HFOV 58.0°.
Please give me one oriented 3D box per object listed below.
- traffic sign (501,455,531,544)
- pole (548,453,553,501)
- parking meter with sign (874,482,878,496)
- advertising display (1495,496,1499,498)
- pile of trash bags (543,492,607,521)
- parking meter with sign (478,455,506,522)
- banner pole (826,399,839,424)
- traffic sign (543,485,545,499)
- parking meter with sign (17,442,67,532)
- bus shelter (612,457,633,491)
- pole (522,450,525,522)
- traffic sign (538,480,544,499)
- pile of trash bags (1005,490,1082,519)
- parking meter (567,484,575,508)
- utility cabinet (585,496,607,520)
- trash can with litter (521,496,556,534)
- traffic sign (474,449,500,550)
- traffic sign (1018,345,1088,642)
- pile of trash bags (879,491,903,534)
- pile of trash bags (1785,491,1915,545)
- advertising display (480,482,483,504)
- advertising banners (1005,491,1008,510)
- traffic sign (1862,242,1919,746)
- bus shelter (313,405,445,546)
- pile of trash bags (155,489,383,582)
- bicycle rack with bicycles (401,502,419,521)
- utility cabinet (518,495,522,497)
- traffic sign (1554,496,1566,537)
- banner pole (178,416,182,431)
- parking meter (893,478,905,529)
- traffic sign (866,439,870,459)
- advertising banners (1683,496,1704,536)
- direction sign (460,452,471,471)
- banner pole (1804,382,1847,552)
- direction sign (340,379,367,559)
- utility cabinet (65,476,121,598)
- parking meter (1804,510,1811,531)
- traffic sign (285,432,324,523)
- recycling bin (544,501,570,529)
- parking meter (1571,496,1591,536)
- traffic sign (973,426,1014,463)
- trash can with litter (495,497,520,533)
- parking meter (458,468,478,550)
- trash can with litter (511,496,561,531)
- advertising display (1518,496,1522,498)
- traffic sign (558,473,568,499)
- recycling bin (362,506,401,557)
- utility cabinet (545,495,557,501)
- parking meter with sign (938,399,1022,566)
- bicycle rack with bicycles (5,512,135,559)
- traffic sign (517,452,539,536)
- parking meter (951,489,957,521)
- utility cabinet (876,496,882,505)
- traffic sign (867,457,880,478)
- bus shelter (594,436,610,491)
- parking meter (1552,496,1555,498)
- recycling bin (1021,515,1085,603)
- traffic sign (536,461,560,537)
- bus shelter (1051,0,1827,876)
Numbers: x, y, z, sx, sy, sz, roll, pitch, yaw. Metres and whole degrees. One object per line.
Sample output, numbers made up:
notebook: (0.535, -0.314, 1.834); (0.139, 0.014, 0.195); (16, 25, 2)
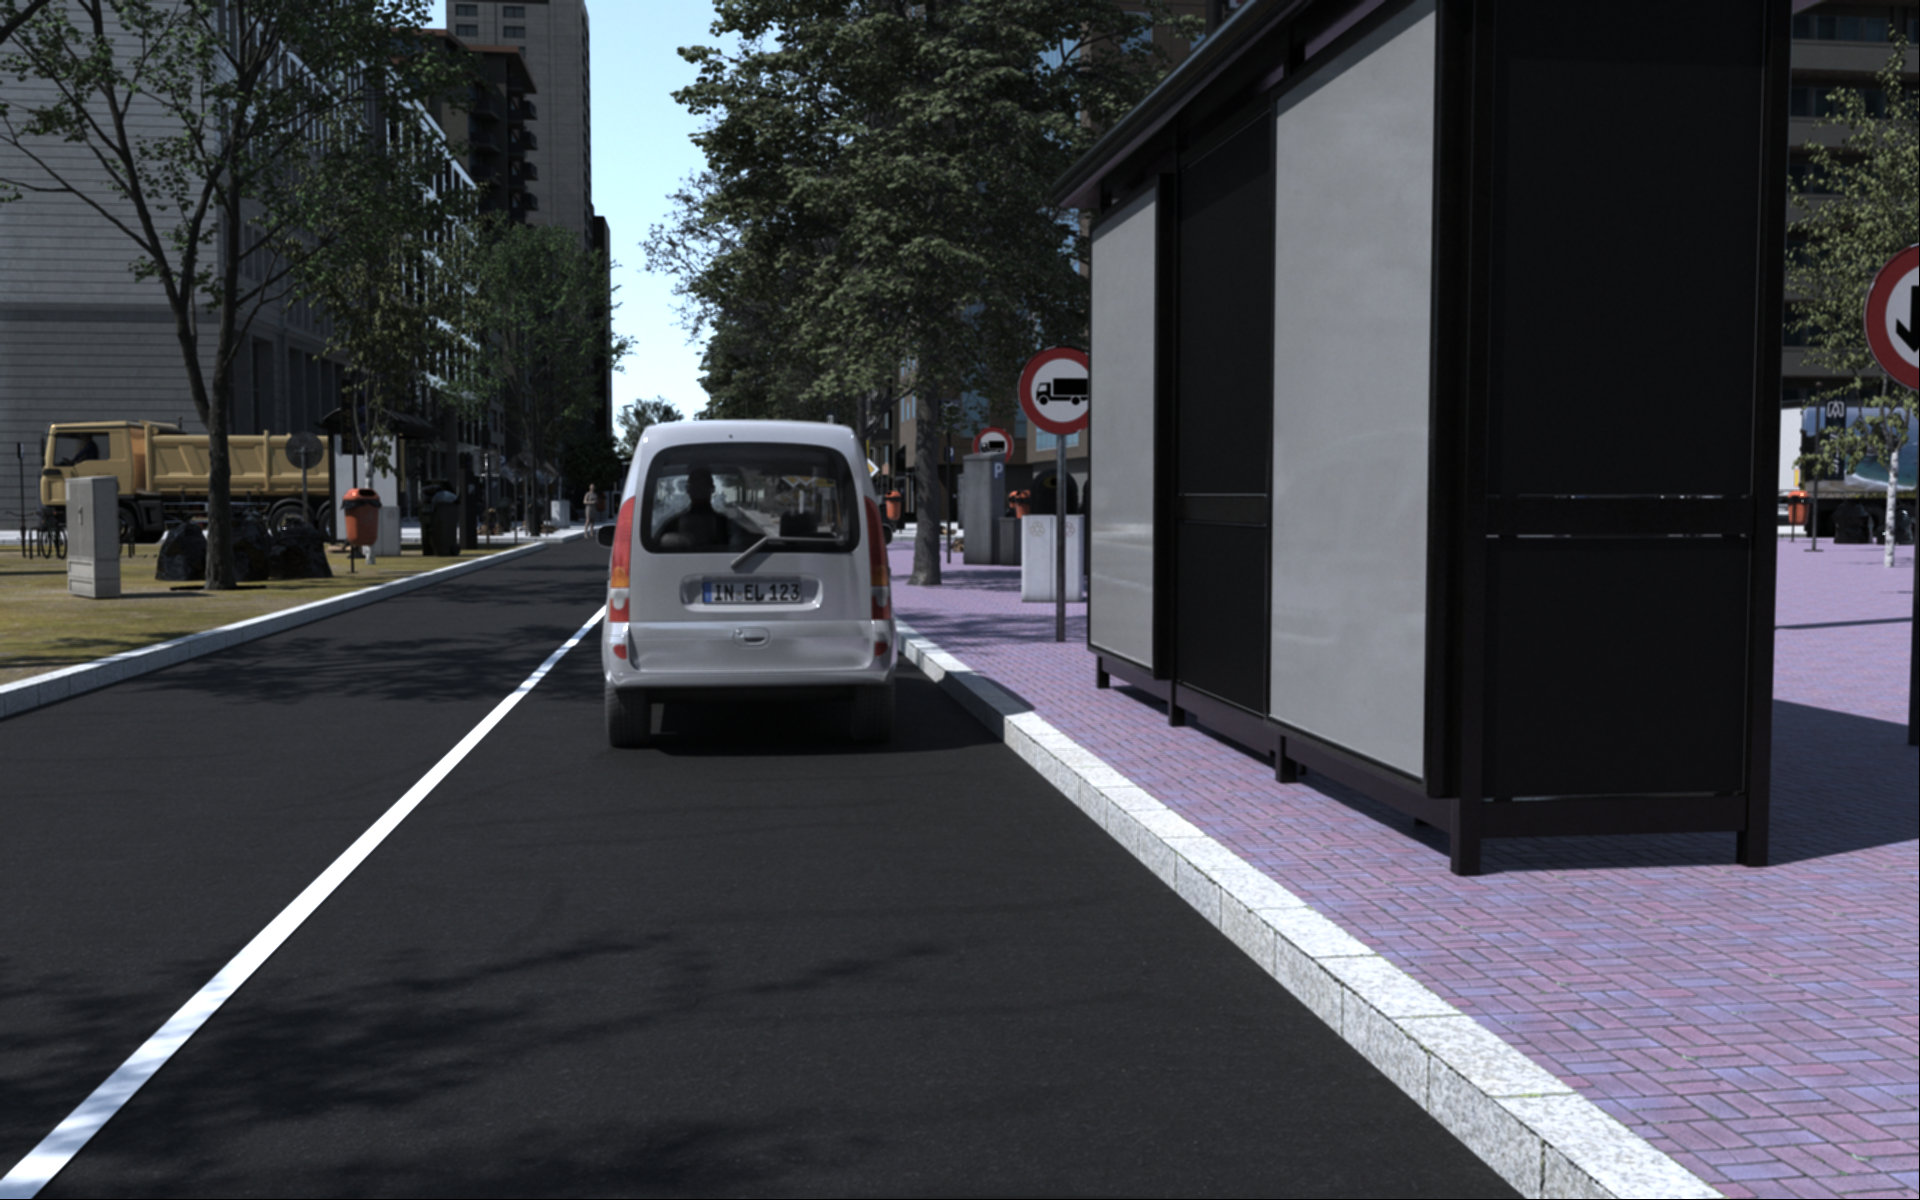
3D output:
traffic sign: (-11.351, -2.483, 44.236); (0.795, 2.450, 0.064); (0, 4, -8)
pole: (-20.439, -5.667, 86.506); (0.158, 3.312, 0.155); (0, 3, 0)
parking meter with sign: (-5.146, -7.069, 111.839); (1.738, 3.016, 0.543); (1, 4, 13)
advertising display: (30.123, -5.548, 95.919); (0.974, 1.923, 0.123); (2, 4, 28)
pile of trash bags: (-18.687, -4.488, 83.130); (3.447, 1.369, 1.912); (-1, 4, -8)
parking meter with sign: (-21.207, -5.019, 78.324); (1.738, 3.016, 0.543); (3, 5, 43)
banner pole: (-3.348, -3.407, 45.721); (0.401, 3.779, 0.863); (-2, 4, -29)
traffic sign: (-21.686, -5.523, 90.300); (0.884, 2.594, 0.081); (0, 3, 0)
parking meter with sign: (-30.889, -3.821, 58.732); (1.738, 3.016, 0.543); (-1, 4, -18)
bus shelter: (-21.025, -7.254, 109.887); (1.731, 3.624, 6.357); (0, 4, -8)
pole: (-20.238, -5.294, 80.403); (0.158, 3.312, 0.155); (0, 3, 0)
traffic sign: (-20.468, -5.120, 84.901); (0.795, 2.450, 0.064); (0, 4, -4)
pile of trash bags: (2.974, -2.882, 56.875); (3.447, 1.369, 1.912); (3, 5, 41)
parking meter: (-23.346, -6.007, 103.922); (0.255, 1.863, 0.399); (2, 4, 28)
utility cabinet: (-18.038, -4.568, 85.850); (1.020, 1.237, 0.306); (0, 4, 1)
trash can with litter: (-13.612, -2.755, 56.436); (1.055, 1.170, 0.624); (2, 4, 29)
traffic sign: (-10.766, -2.283, 39.460); (0.606, 2.300, 0.079); (0, 4, 1)
traffic sign: (0.876, -0.908, 14.957); (0.768, 2.556, 0.104); (0, 4, -3)
pile of trash bags: (-2.849, -2.899, 57.148); (1.912, 1.369, 3.447); (-2, 4, -31)
pile of trash bags: (23.227, -2.165, 45.145); (1.912, 1.369, 3.447); (-3, 4, -37)
advertising display: (-26.096, -5.504, 95.205); (0.123, 1.923, 0.974); (1, 4, 14)
advertising banners: (1.480, -4.295, 66.418); (0.090, 3.025, 2.074); (1, 4, 21)
traffic sign: (4.894, -0.530, 8.779); (0.768, 2.556, 0.104); (0, 4, -4)
bus shelter: (-13.790, -2.912, 41.529); (2.014, 3.302, 5.546); (0, 4, -8)
pile of trash bags: (-10.453, -1.040, 26.758); (1.912, 1.369, 3.447); (2, 4, 34)
bicycle rack with bicycles: (-25.334, -4.242, 82.743); (2.925, 0.926, 2.852); (-3, 5, -41)
utility cabinet: (-29.943, -6.568, 118.548); (0.306, 1.237, 1.020); (0, 4, 6)
traffic sign: (4.297, -0.751, 12.391); (0.768, 2.556, 0.104); (0, 4, -6)
banner pole: (-25.049, -4.015, 55.668); (0.401, 3.779, 0.863); (-1, 4, -17)
parking meter: (-2.222, -3.524, 63.337); (0.255, 1.863, 0.399); (3, 5, 41)
traffic sign: (-4.444, -4.282, 63.876); (2.265, 3.308, 0.079); (0, 4, -2)
advertising banners: (16.035, -2.536, 37.644); (0.090, 3.025, 2.074); (3, 4, 38)
direction sign: (-26.819, -6.240, 94.025); (0.379, 3.537, 0.876); (1, 4, 19)
banner pole: (19.384, -2.979, 38.730); (0.863, 3.779, 0.401); (0, 4, 2)
direction sign: (-12.060, -2.601, 34.519); (0.379, 3.537, 0.876); (1, 4, 13)
utility cabinet: (-10.794, -0.786, 21.524); (0.318, 1.500, 1.173); (-3, 5, -41)
parking meter: (29.231, -3.126, 59.516); (0.372, 1.533, 0.369); (0, 3, 0)
traffic sign: (-13.388, -2.158, 35.394); (0.768, 2.556, 0.104); (0, 4, -2)
recycling bin: (-15.062, -3.189, 64.700); (0.722, 1.027, 0.722); (1, 4, 18)
parking meter: (9.836, -1.157, 27.331); (0.372, 1.533, 0.369); (0, 3, 0)
traffic sign: (0.617, -1.980, 32.474); (0.768, 2.556, 0.104); (0, 4, -1)
trash can with litter: (-15.156, -2.813, 57.383); (0.624, 1.170, 1.055); (0, 4, 7)
parking meter: (-11.297, -2.083, 39.771); (0.255, 1.863, 0.399); (2, 4, 29)
trash can with litter: (-14.913, -3.018, 60.394); (2.233, 1.210, 1.678); (0, 4, -7)
advertising display: (24.764, -4.420, 77.484); (0.123, 1.923, 0.974); (-2, 4, -25)
traffic sign: (-22.542, -6.017, 98.486); (0.768, 2.556, 0.104); (0, 4, 2)
recycling bin: (-11.900, -1.409, 35.596); (0.722, 1.027, 0.722); (-1, 4, -22)
utility cabinet: (-26.510, -6.196, 112.473); (0.306, 1.237, 1.020); (2, 4, 35)
parking meter with sign: (0.430, -2.149, 31.390); (1.738, 3.016, 0.543); (3, 5, 39)
bicycle rack with bicycles: (-17.919, -1.327, 35.086); (2.852, 0.926, 2.925); (-1, 4, -22)
traffic sign: (-13.217, -3.221, 52.767); (0.768, 2.556, 0.104); (0, 4, -5)
parking meter: (-0.303, -4.458, 81.300); (0.372, 1.533, 0.369); (0, 3, 0)
utility cabinet: (-3.268, -3.077, 61.476); (1.020, 1.237, 0.306); (0, 4, 1)
traffic sign: (-2.851, -3.170, 53.014); (0.795, 2.450, 0.064); (0, 4, -2)
bus shelter: (-24.462, -8.676, 119.490); (2.179, 5.291, 8.768); (0, 4, -8)
parking meter: (26.605, -4.211, 77.257); (0.372, 1.533, 0.369); (0, 3, 0)
recycling bin: (1.122, -0.504, 20.795); (0.722, 1.027, 0.722); (0, 4, 6)
traffic sign: (-12.445, -2.967, 52.146); (0.795, 2.450, 0.064); (0, 4, -8)
bus shelter: (1.883, -1.978, 9.980); (2.179, 5.291, 8.768); (0, 4, -8)
